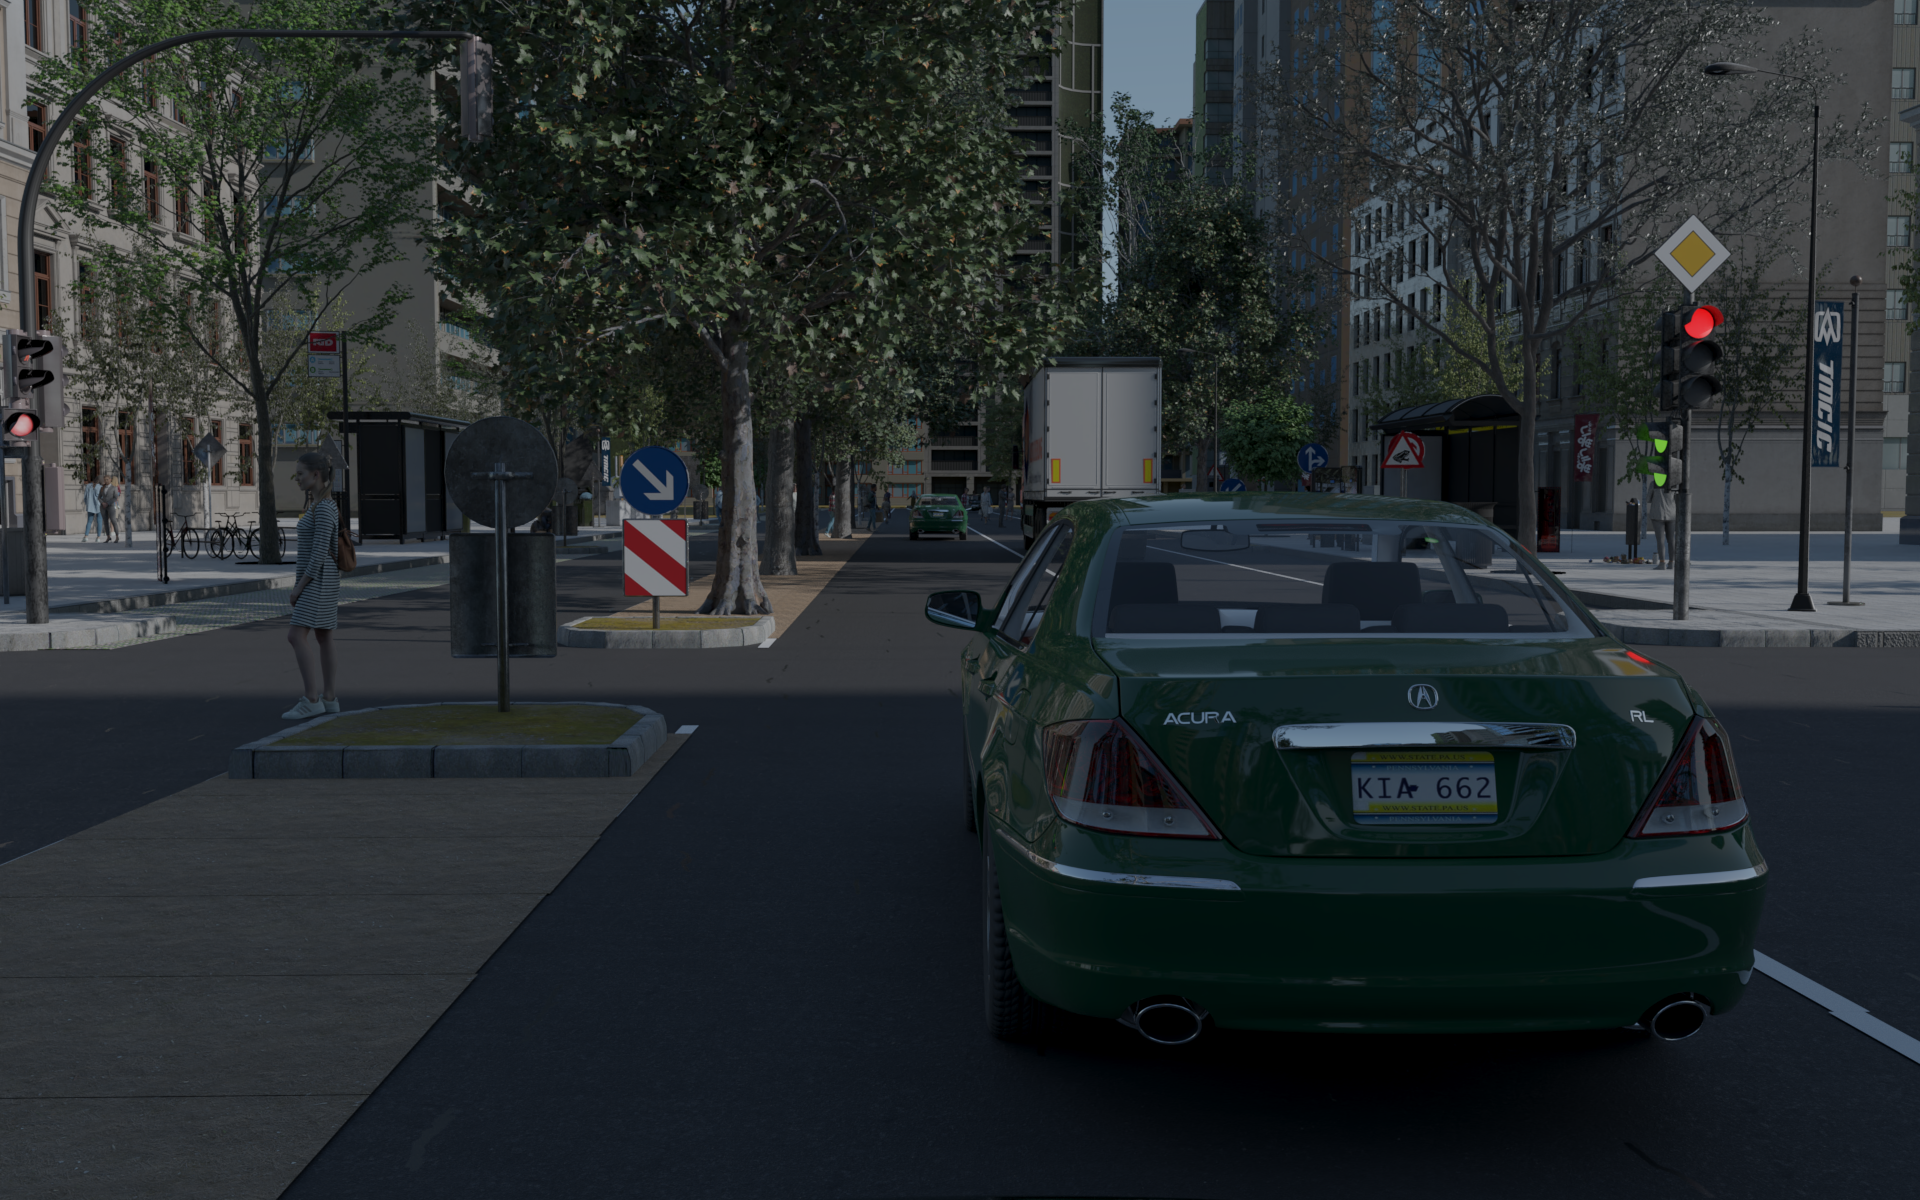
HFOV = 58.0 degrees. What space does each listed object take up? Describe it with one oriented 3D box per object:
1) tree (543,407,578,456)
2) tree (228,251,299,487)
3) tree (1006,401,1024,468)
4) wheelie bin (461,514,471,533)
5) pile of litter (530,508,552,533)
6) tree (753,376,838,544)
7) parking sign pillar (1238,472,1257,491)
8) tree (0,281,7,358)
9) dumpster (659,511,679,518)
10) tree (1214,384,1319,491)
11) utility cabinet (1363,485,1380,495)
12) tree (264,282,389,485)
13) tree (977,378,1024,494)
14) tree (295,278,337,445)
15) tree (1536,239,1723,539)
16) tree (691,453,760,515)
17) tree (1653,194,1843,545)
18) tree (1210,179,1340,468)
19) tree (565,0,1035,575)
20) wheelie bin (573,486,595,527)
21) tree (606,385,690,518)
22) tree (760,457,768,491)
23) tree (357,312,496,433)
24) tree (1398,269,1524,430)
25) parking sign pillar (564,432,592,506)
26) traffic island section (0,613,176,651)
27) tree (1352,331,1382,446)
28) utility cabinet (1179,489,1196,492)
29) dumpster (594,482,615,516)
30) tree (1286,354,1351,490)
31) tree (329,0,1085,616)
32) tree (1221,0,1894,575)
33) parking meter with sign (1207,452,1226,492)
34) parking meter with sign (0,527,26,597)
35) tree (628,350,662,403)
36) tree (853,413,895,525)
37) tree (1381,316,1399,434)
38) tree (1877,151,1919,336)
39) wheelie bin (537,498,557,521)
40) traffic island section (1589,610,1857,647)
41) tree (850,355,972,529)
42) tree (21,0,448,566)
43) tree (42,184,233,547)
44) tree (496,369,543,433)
[{"bbox_3d":[-21.054,-8.498,89.311,4.360,8.622,3.978,0,3,0],"label":"tree"},{"bbox_3d":[-21.988,-6.076,49.713,4.360,8.622,3.978,0,3,0],"label":"tree"},{"bbox_3d":[7.133,-12.561,139.781,7.601,10.594,8.767,1,4,9],"label":"tree"},{"bbox_3d":[-15.539,-2.818,53.980,0.693,1.594,0.980,-1,4,-12],"label":"wheelie bin"},{"bbox_3d":[-13.040,-2.538,55.459,1.719,0.858,1.176,-2,4,-35],"label":"pile of litter"},{"bbox_3d":[-4.035,-5.838,48.277,4.360,8.622,3.978,0,3,0],"label":"tree"},{"bbox_3d":[9.348,-4.154,56.395,1.447,3.967,1.447,0,3,0],"label":"parking sign pillar"},{"bbox_3d":[-21.967,-5.251,36.219,4.737,8.622,4.395,0,3,0],"label":"tree"},{"bbox_3d":[-15.310,-5.358,90.093,1.502,2.255,1.985,0,4,-2],"label":"dumpster"},{"bbox_3d":[9.240,-4.170,51.889,4.285,4.588,4.351,0,3,0],"label":"tree"},{"bbox_3d":[10.614,-2.176,44.255,0.318,1.500,1.173,2,4,32],"label":"utility cabinet"},{"bbox_3d":[-22.645,-6.773,61.106,4.737,8.622,4.395,0,3,0],"label":"tree"},{"bbox_3d":[5.105,-15.333,168.822,7.486,12.596,7.792,0,3,0],"label":"tree"},{"bbox_3d":[-21.871,-6.394,54.903,4.360,8.622,3.978,0,3,0],"label":"tree"},{"bbox_3d":[19.307,-6.051,49.296,4.737,8.622,4.395,0,3,0],"label":"tree"},{"bbox_3d":[-14.935,-7.386,104.473,4.285,4.588,4.351,0,3,0],"label":"tree"},{"bbox_3d":[19.465,-5.679,43.207,4.360,8.622,3.978,0,3,0],"label":"tree"},{"bbox_3d":[8.827,-8.919,62.835,9.611,12.733,9.660,0,3,0],"label":"tree"},{"bbox_3d":[-3.228,-7.412,30.298,9.857,13.997,8.962,0,3,0],"label":"tree"},{"bbox_3d":[-14.815,-3.688,68.214,0.980,1.594,0.693,2,4,34],"label":"wheelie bin"},{"bbox_3d":[-13.947,-7.972,80.709,4.737,8.622,4.395,0,3,0],"label":"tree"},{"bbox_3d":[-15.049,-9.372,136.943,4.285,4.588,4.351,0,3,0],"label":"tree"},{"bbox_3d":[-21.911,-7.323,70.099,4.360,8.622,3.978,0,3,0],"label":"tree"},{"bbox_3d":[16.861,-6.481,56.325,4.737,8.622,4.395,0,3,0],"label":"tree"},{"bbox_3d":[-15.609,-5.006,70.312,1.447,3.967,1.447,-2,4,-30],"label":"parking sign pillar"},{"bbox_3d":[-9.163,0.313,17.171,2.009,0.180,2.903,0,4,-2],"label":"traffic island section"},{"bbox_3d":[17.998,-7.293,69.595,4.737,8.622,4.395,0,3,0],"label":"tree"},{"bbox_3d":[10.602,-4.310,79.143,1.173,1.500,0.318,2,4,33],"label":"utility cabinet"},{"bbox_3d":[-17.770,-4.867,85.326,1.264,1.857,1.865,0,4,-2],"label":"dumpster"},{"bbox_3d":[18.705,-8.618,91.266,4.360,8.622,3.978,0,3,0],"label":"tree"},{"bbox_3d":[-2.676,-6.181,20.533,9.611,12.733,9.660,0,3,0],"label":"tree"},{"bbox_3d":[8.984,-7.164,27.494,12.009,13.543,11.850,0,3,0],"label":"tree"},{"bbox_3d":[10.229,-4.577,71.088,1.738,3.016,0.543,-2,4,-33],"label":"parking meter with sign"},{"bbox_3d":[-12.400,-1.529,21.254,0.543,3.016,1.738,3,5,40],"label":"parking meter with sign"},{"bbox_3d":[-13.692,-8.121,58.536,9.928,11.665,9.643,0,3,0],"label":"tree"},{"bbox_3d":[-4.581,-7.741,79.391,4.737,8.622,4.395,0,3,0],"label":"tree"},{"bbox_3d":[18.766,-6.960,64.155,4.737,8.622,4.395,0,3,0],"label":"tree"},{"bbox_3d":[20.330,-5.136,34.339,4.737,8.622,4.395,0,3,0],"label":"tree"},{"bbox_3d":[-16.167,-3.662,67.781,0.980,1.594,0.693,1,4,15],"label":"wheelie bin"},{"bbox_3d":[7.371,0.283,17.662,2.009,0.180,2.903,0,4,-2],"label":"traffic island section"},{"bbox_3d":[-4.422,-9.661,70.786,12.009,13.543,11.850,0,3,0],"label":"tree"},{"bbox_3d":[-12.768,-6.456,31.317,9.928,11.665,9.643,0,3,0],"label":"tree"},{"bbox_3d":[-20.114,-5.587,41.705,4.360,8.622,3.978,0,3,0],"label":"tree"},{"bbox_3d":[-21.452,-7.911,79.710,4.360,8.622,3.978,0,3,0],"label":"tree"}]
